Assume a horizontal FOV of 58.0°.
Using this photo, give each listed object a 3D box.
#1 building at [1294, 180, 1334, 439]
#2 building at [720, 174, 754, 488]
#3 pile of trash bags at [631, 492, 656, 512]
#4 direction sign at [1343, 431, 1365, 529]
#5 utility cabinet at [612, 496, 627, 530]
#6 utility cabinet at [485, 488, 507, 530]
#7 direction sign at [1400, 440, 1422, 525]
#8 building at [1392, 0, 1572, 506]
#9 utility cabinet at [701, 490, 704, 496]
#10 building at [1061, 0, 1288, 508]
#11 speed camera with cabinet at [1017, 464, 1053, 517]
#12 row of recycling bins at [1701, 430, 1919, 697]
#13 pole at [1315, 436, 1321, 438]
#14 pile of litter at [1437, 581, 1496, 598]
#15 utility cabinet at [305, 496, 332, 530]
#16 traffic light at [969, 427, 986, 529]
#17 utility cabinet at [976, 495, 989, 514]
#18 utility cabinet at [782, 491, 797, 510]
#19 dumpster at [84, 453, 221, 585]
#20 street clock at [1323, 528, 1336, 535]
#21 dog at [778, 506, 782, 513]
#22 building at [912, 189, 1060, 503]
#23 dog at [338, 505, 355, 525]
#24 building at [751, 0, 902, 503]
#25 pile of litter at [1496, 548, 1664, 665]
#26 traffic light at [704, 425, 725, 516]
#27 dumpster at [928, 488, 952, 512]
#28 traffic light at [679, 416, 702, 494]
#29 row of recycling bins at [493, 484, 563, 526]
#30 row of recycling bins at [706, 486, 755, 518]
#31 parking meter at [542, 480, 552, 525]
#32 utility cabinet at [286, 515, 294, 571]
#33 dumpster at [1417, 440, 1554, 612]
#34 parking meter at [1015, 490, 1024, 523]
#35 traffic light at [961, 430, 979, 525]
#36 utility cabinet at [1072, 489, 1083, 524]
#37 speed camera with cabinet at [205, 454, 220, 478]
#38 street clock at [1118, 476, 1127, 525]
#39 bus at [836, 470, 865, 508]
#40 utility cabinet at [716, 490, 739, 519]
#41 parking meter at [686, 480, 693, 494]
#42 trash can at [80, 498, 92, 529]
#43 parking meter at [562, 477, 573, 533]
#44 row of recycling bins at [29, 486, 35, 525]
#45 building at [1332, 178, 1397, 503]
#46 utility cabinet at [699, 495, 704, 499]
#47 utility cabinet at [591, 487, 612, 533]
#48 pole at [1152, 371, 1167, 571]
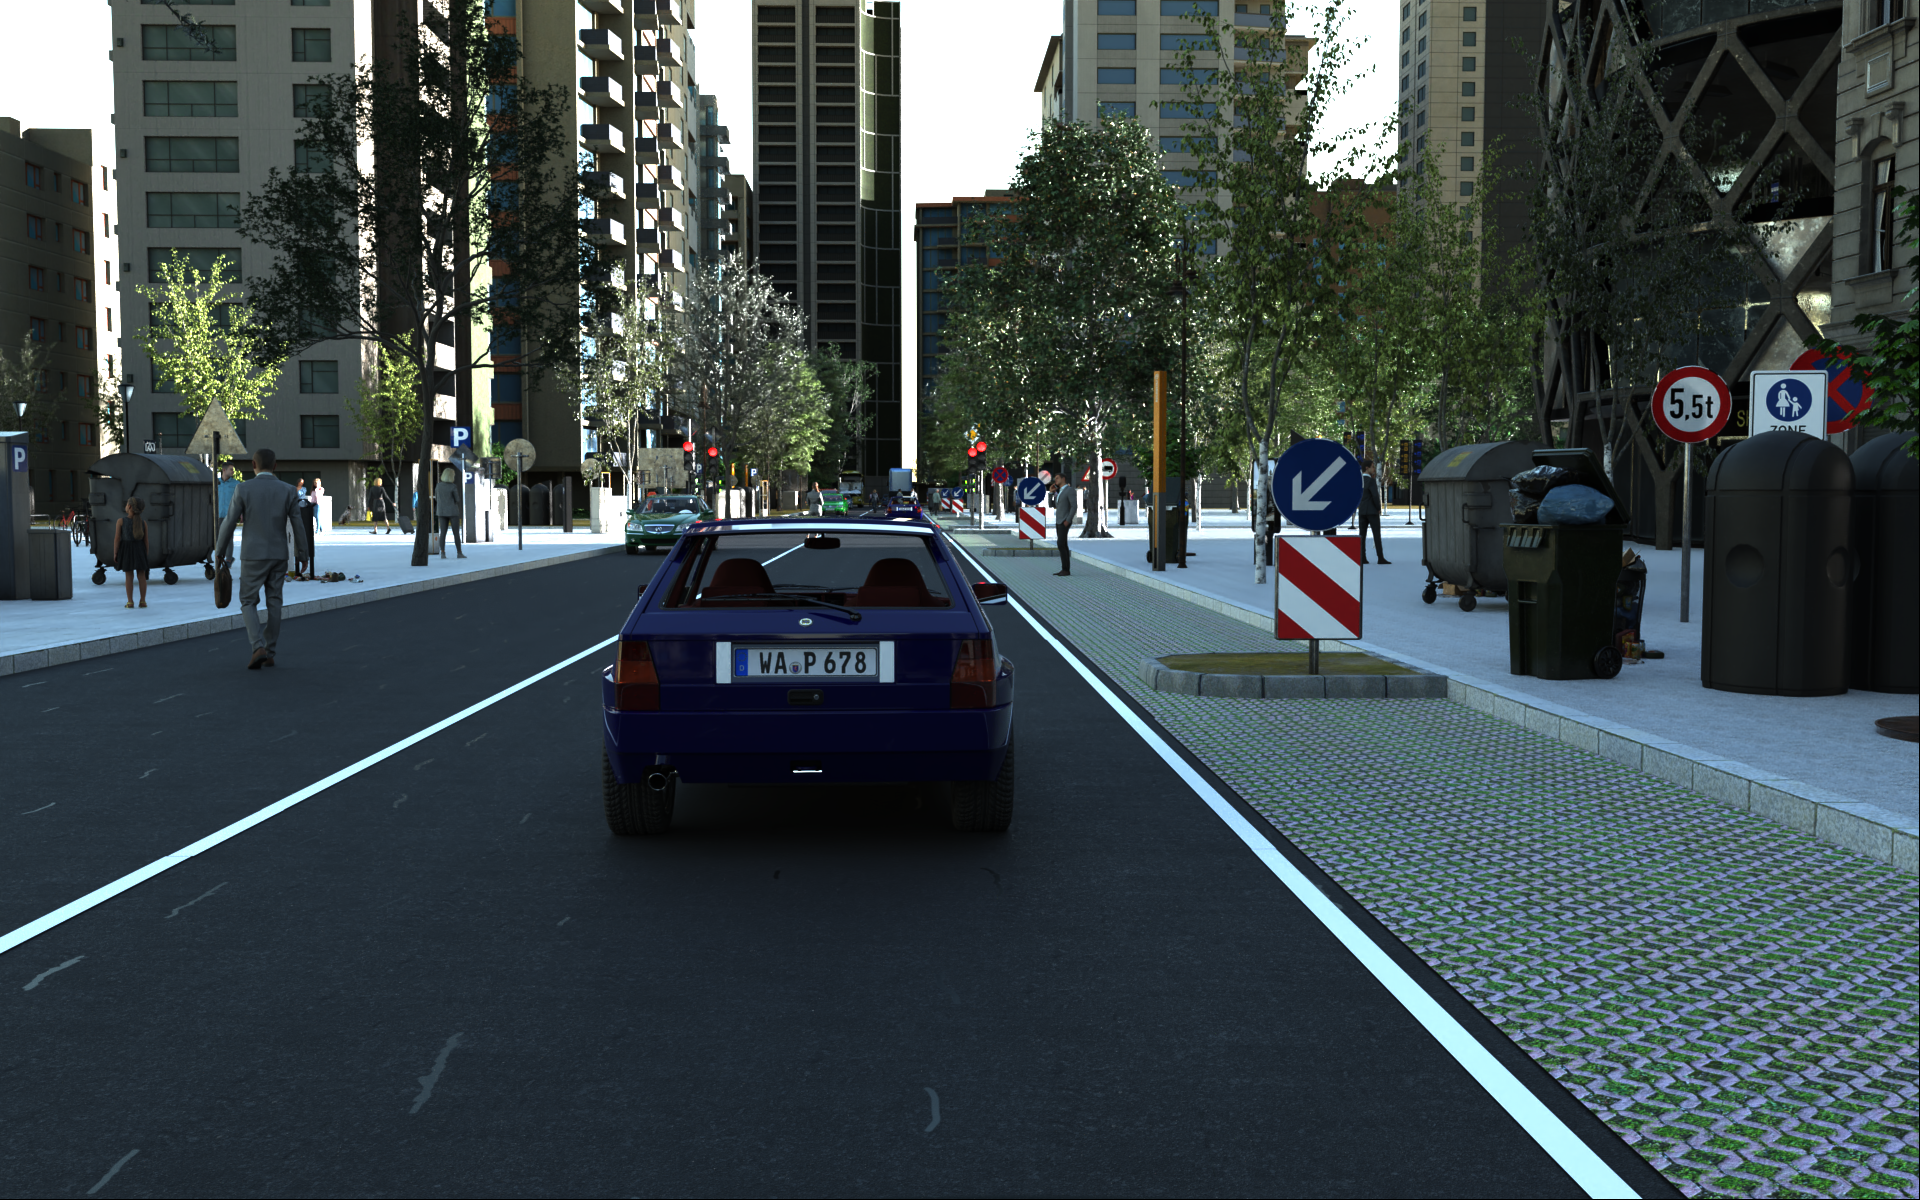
[{"bbox_3d":[44.100,-36.597,248.475,14.200,45.320,14.600,0,4,-2],"label":"building"},{"bbox_3d":[-40.404,-38.224,248.663,21.600,48.544,21.300,0,4,-2],"label":"building"},{"bbox_3d":[-12.637,-3.741,70.919,1.912,1.369,3.447,-1,4,-13],"label":"pile of trash bags"},{"bbox_3d":[14.271,-4.330,62.796,0.876,3.537,0.379,3,5,44],"label":"direction sign"},{"bbox_3d":[-12.390,-3.120,62.177,1.020,1.237,0.306,-2,4,-32],"label":"utility cabinet"},{"bbox_3d":[-16.313,-3.167,60.464,0.318,1.500,1.173,2,4,26],"label":"utility cabinet"},{"bbox_3d":[18.828,-4.917,72.386,0.876,3.537,0.379,1,4,11],"label":"direction sign"},{"bbox_3d":[61.480,-46.691,201.656,20.611,71.187,20.563,0,4,-2],"label":"building"},{"bbox_3d":[-14.070,-5.460,97.945,1.173,1.500,0.318,2,4,24],"label":"utility cabinet"},{"bbox_3d":[20.491,-38.352,169.049,21.231,58.520,28.212,0,4,-2],"label":"building"},{"bbox_3d":[4.195,-6.248,96.497,2.038,3.252,0.660,-2,4,-28],"label":"speed camera with cabinet"},{"bbox_3d":[6.686,-0.272,11.560,3.534,1.692,1.069,-1,4,-12],"label":"row of recycling bins"},{"bbox_3d":[12.549,-4.091,60.730,0.158,3.312,0.155,0,3,0],"label":"pole"},{"bbox_3d":[6.645,-0.496,22.069,1.719,0.858,1.176,-1,4,-19],"label":"pile of litter"},{"bbox_3d":[-22.746,-3.067,61.313,0.306,1.237,1.020,2,4,29],"label":"utility cabinet"},{"bbox_3d":[0.742,-4.511,62.680,0.839,4.253,0.868,0,4,-2],"label":"traffic light"},{"bbox_3d":[1.497,-6.263,113.559,0.306,1.237,1.020,-3,5,-39],"label":"utility cabinet"},{"bbox_3d":[-13.627,-7.948,138.629,1.173,1.500,0.318,1,4,20],"label":"utility cabinet"},{"bbox_3d":[-11.685,-1.183,25.106,1.264,1.857,1.865,0,4,-2],"label":"dumpster"},{"bbox_3d":[6.225,-1.502,29.135,0.471,2.002,0.358,3,4,36],"label":"street clock"},{"bbox_3d":[-12.120,-6.118,116.857,0.406,0.507,0.540,-2,4,-30],"label":"dog"},{"bbox_3d":[6.129,-36.500,251.401,28.867,44.769,22.147,0,4,-2],"label":"building"},{"bbox_3d":[-25.634,-3.527,72.038,0.800,0.831,0.513,2,4,35],"label":"dog"},{"bbox_3d":[-18.673,-49.567,248.674,20.611,71.187,20.563,0,4,-2],"label":"building"},{"bbox_3d":[5.030,0.004,13.892,1.176,0.858,1.719,2,4,23],"label":"pile of litter"},{"bbox_3d":[-9.971,-4.978,70.308,0.839,4.253,0.868,0,4,-2],"label":"traffic light"},{"bbox_3d":[-1.431,-7.136,124.882,1.865,1.857,1.264,0,4,-1],"label":"dumpster"},{"bbox_3d":[-9.713,-4.490,62.327,0.839,4.253,0.868,0,4,-2],"label":"traffic light"},{"bbox_3d":[-17.525,-3.894,70.785,3.534,1.692,1.069,1,4,12],"label":"row of recycling bins"},{"bbox_3d":[-12.512,-5.355,94.665,1.069,1.692,3.534,3,4,36],"label":"row of recycling bins"},{"bbox_3d":[-17.247,-4.072,72.292,0.399,1.863,0.255,0,4,7],"label":"parking meter"},{"bbox_3d":[-11.315,-1.076,28.758,0.306,1.237,1.020,-1,4,-9],"label":"utility cabinet"},{"bbox_3d":[6.021,-0.842,19.524,1.264,1.857,1.865,0,4,-2],"label":"dumpster"},{"bbox_3d":[2.658,-4.201,77.094,0.372,1.533,0.369,0,3,0],"label":"parking meter"},{"bbox_3d":[0.484,-4.999,70.660,0.839,4.253,0.868,0,4,-2],"label":"traffic light"},{"bbox_3d":[4.697,-3.922,72.811,0.318,1.500,1.173,-2,4,-30],"label":"utility cabinet"},{"bbox_3d":[-26.848,-4.029,60.209,2.038,3.252,0.660,-3,4,-39],"label":"speed camera with cabinet"},{"bbox_3d":[6.642,-4.052,70.821,0.358,2.002,0.471,1,4,14],"label":"street clock"},{"bbox_3d":[-11.528,-11.806,184.571,2.896,3.916,12.252,0,4,-2],"label":"bus"},{"bbox_3d":[-12.023,-4.957,89.725,1.173,1.500,0.318,-2,4,-32],"label":"utility cabinet"},{"bbox_3d":[-11.391,-4.131,73.252,0.399,1.863,0.255,-1,4,-9],"label":"parking meter"},{"bbox_3d":[-30.128,-2.967,60.170,0.748,1.137,0.748,0,3,0],"label":"trash can"},{"bbox_3d":[-13.118,-3.191,57.890,0.255,1.863,0.399,-2,4,-24],"label":"parking meter"},{"bbox_3d":[-38.804,-3.898,70.839,1.069,1.692,3.534,0,4,-8],"label":"row of recycling bins"},{"bbox_3d":[58.390,-36.600,248.525,14.200,45.320,14.600,0,4,-2],"label":"building"},{"bbox_3d":[-12.974,-4.638,87.001,0.306,1.237,1.020,0,4,3],"label":"utility cabinet"},{"bbox_3d":[-11.728,-2.938,56.722,0.318,1.500,1.173,0,4,8],"label":"utility cabinet"},{"bbox_3d":[3.319,-2.138,28.800,0.158,3.312,0.155,0,3,0],"label":"pole"}]
